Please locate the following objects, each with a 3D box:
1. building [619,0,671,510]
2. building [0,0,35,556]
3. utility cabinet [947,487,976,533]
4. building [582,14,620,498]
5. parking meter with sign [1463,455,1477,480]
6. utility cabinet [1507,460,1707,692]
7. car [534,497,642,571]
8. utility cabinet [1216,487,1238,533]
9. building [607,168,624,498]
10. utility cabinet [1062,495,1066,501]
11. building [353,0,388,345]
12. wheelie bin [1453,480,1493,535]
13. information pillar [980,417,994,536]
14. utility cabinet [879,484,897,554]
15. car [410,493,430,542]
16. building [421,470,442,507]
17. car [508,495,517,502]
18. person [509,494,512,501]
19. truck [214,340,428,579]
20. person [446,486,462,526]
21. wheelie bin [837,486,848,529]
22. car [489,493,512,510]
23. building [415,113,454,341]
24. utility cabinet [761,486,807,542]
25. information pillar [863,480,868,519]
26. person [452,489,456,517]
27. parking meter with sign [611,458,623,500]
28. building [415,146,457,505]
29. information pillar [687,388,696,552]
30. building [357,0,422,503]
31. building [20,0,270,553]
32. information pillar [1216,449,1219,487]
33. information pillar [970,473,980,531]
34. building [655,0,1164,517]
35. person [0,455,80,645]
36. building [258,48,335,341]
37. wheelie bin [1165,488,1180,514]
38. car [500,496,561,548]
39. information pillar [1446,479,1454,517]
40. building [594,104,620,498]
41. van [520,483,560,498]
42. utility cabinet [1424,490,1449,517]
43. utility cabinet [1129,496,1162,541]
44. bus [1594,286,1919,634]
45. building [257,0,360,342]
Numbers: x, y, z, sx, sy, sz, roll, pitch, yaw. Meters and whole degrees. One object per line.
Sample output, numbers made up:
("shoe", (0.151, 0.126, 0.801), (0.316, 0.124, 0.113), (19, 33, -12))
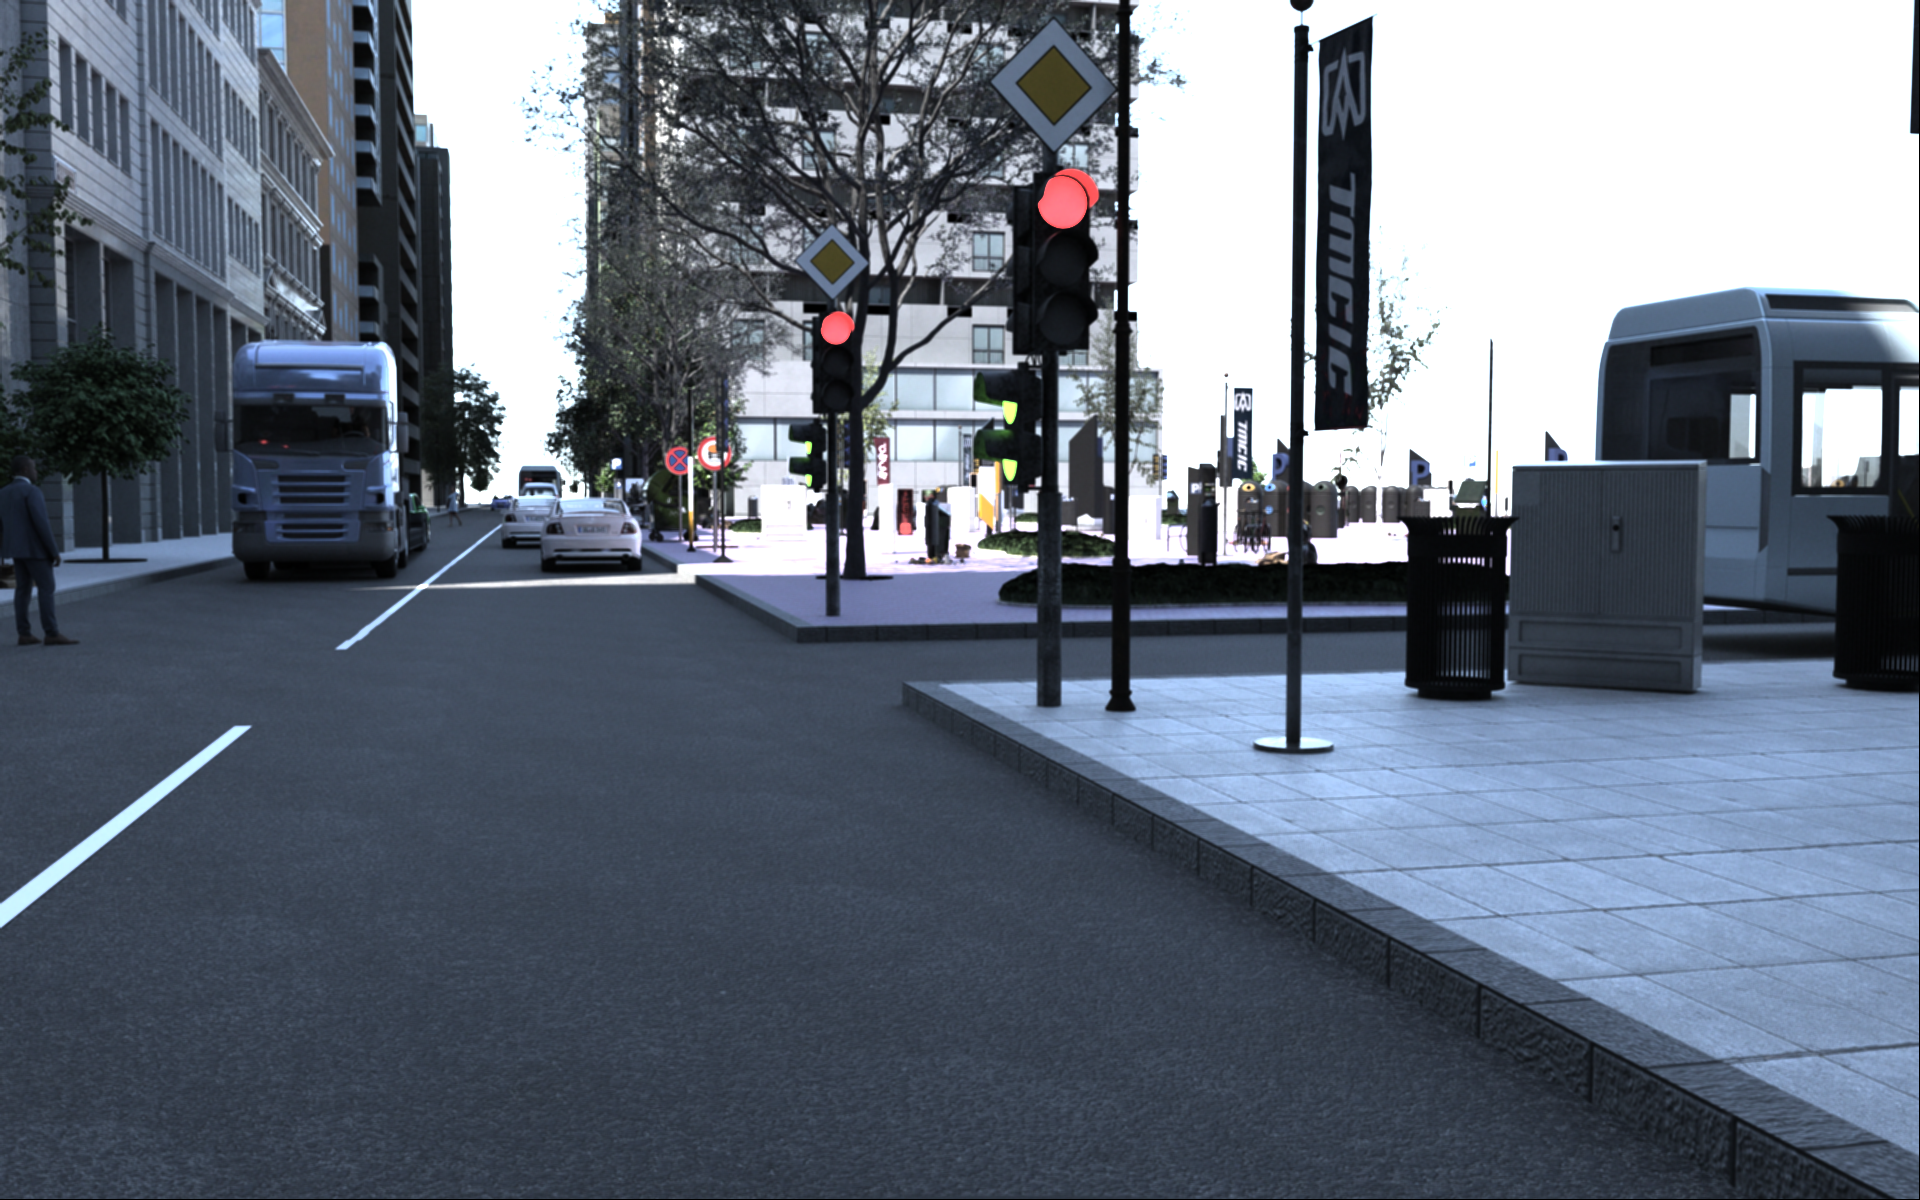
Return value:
("building", (-20.456, -30.097, 142.192), (14.600, 45.320, 14.200), (-1, 4, -14))
("building", (-23.474, -12.701, 25.687), (12.078, 24.808, 19.932), (-1, 4, -14))
("utility cabinet", (0.039, -2.963, 57.120), (0.318, 1.500, 1.173), (-3, 4, -36))
("building", (-37.106, -41.542, 221.216), (21.231, 58.520, 28.212), (-1, 4, -14))
("parking meter with sign", (22.760, -4.955, 77.268), (0.543, 3.016, 1.738), (1, 4, 18))
("utility cabinet", (4.265, -0.170, 11.458), (1.173, 1.500, 0.318), (2, 4, 33))
("car", (-7.189, -1.300, 33.614), (2.083, 1.381, 4.827), (-1, 4, -13))
("utility cabinet", (8.598, -2.964, 57.137), (1.173, 1.500, 0.318), (1, 4, 21))
("building", (-24.822, -23.591, 157.418), (14.160, 30.474, 14.107), (-1, 4, -14))
("utility cabinet", (4.720, -4.417, 83.373), (0.306, 1.237, 1.020), (2, 4, 35))
("building", (-48.788, -48.935, 112.753), (22.319, 86.520, 31.000), (-1, 4, -14))
("wheelie bin", (11.695, -1.932, 39.504), (0.980, 1.594, 0.693), (3, 5, 45))
("information pillar", (0.823, -3.737, 52.452), (0.504, 3.616, 0.183), (-2, 4, -32))
("utility cabinet", (-1.561, -1.747, 37.248), (0.318, 1.500, 1.173), (0, 4, 2))
("car", (-16.327, -2.508, 49.802), (1.959, 1.807, 4.718), (-1, 4, -12))
("building", (-64.908, -45.270, 178.413), (20.563, 71.187, 20.611), (-1, 4, -14))
("car", (-60.347, -13.416, 231.711), (2.083, 1.381, 4.827), (-1, 4, -12))
("person", (-40.938, -8.915, 157.492), (0.421, 1.427, 0.697), (-2, 4, -34))
("truck", (-12.698, -2.836, 36.132), (2.967, 4.110, 18.799), (-1, 4, -15))
("person", (-22.542, -4.186, 77.039), (0.616, 1.811, 0.778), (2, 4, 24))
("wheelie bin", (-4.461, -3.441, 64.168), (0.693, 1.594, 0.980), (-2, 4, -23))
("car", (-40.550, -8.772, 153.007), (1.945, 1.707, 3.694), (-1, 4, -14))
("building", (-75.554, -36.564, 217.425), (23.786, 49.044, 30.456), (-1, 4, -14))
("utility cabinet", (-4.694, -2.298, 46.248), (1.173, 1.500, 0.318), (-1, 4, -13))
("information pillar", (-4.978, -5.242, 90.198), (0.304, 2.012, 0.304), (0, 4, 7))
("person", (-31.978, -6.185, 109.256), (0.705, 1.869, 1.348), (-1, 4, -23))
("parking meter with sign", (-16.721, -5.437, 85.148), (0.543, 3.016, 1.738), (0, 4, -1))
("building", (-65.240, -31.405, 197.060), (14.154, 41.232, 14.086), (-1, 4, -14))
("information pillar", (-6.011, -2.894, 38.672), (0.183, 3.616, 0.504), (0, 4, -6))
("building", (-55.957, -31.613, 140.578), (21.300, 48.544, 21.600), (-1, 4, -14))
("building", (-28.236, -16.662, 49.924), (11.434, 29.767, 29.804), (-1, 4, -14))
("information pillar", (13.435, -5.988, 89.253), (0.504, 3.616, 0.183), (0, 4, -6))
("information pillar", (0.532, -3.434, 60.640), (0.304, 2.012, 0.304), (1, 4, 19))
("building", (-4.863, -31.833, 109.705), (28.713, 52.752, 27.495), (-1, 4, -14))
("person", (-8.826, -0.475, 16.453), (0.721, 1.800, 0.419), (1, 4, 16))
("building", (-34.209, -14.600, 74.864), (11.583, 22.565, 21.152), (-1, 4, -14))
("wheelie bin", (10.456, -4.725, 85.158), (0.693, 1.594, 0.980), (1, 4, 13))
("car", (-11.535, -2.145, 47.428), (2.083, 1.381, 4.827), (-1, 4, -12))
("information pillar", (24.462, -5.017, 86.521), (0.304, 2.012, 0.304), (0, 4, 1))
("building", (-31.563, -30.713, 185.753), (14.154, 41.232, 14.086), (-1, 4, -14))
("van", (-16.573, -3.754, 68.388), (2.013, 2.044, 4.112), (-1, 4, -13))
("utility cabinet", (23.271, -4.644, 84.613), (1.173, 1.500, 0.318), (1, 4, 20))
("utility cabinet", (5.122, -2.259, 48.093), (0.306, 1.237, 1.020), (-3, 5, -43))
("bus", (13.103, -1.403, 17.792), (13.247, 3.499, 2.948), (-1, 4, -14))
("building", (-40.422, -27.077, 92.821), (14.600, 45.320, 14.200), (-1, 4, -14))
